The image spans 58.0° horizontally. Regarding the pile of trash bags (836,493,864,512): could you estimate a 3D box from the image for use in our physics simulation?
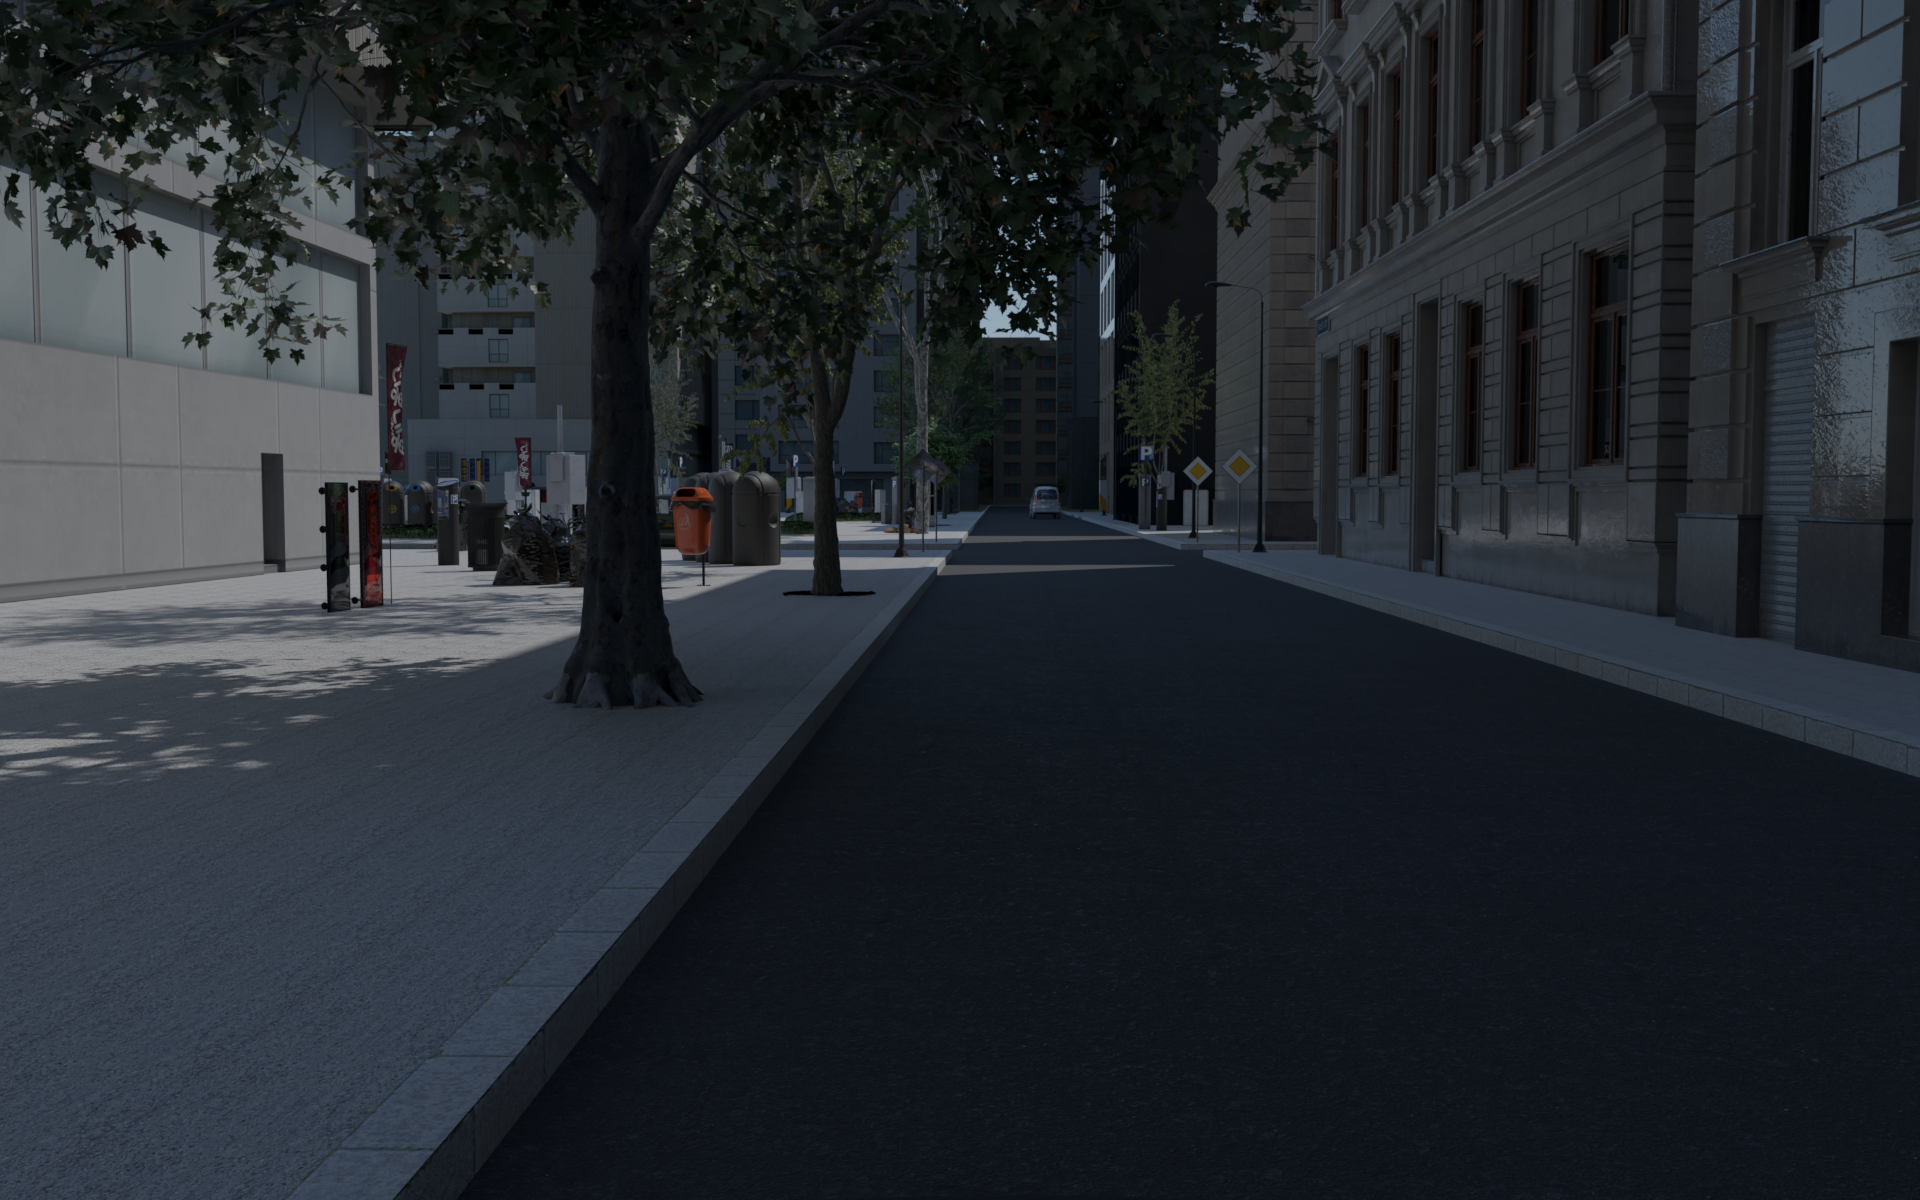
[{"bbox_3d":[-6.415,-5.351,97.249,1.912,1.369,3.447,2,4,26],"label":"pile of trash bags"}]

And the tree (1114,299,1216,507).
[{"bbox_3d":[7.674,-7.098,66.414,4.737,8.622,4.395,0,3,0],"label":"tree"}]

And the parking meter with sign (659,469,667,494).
[{"bbox_3d":[-19.972,-7.461,118.246,0.543,3.016,1.738,-2,4,-30],"label":"parking meter with sign"}]

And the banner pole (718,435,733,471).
[{"bbox_3d":[-10.056,-5.145,74.145,0.863,3.779,0.401,-2,4,-30],"label":"banner pole"}]

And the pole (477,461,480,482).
[{"bbox_3d":[-30.023,-6.987,108.076,0.158,3.312,0.155,0,3,0],"label":"pole"}]

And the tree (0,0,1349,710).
[{"bbox_3d":[-2.030,-5.706,10.305,9.611,12.733,9.660,0,3,0],"label":"tree"}]

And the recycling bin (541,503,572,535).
[{"bbox_3d":[-11.805,-2.334,50.722,0.722,1.027,0.722,0,4,5],"label":"recycling bin"}]

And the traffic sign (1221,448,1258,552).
[{"bbox_3d":[6.127,-2.103,38.034,0.795,2.450,0.064,0,4,1],"label":"traffic sign"}]

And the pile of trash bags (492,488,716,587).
[{"bbox_3d":[-4.954,-0.904,24.532,3.447,1.369,1.912,2,4,25],"label":"pile of trash bags"}]

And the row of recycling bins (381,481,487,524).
[{"bbox_3d":[-16.240,-2.828,53.344,3.534,1.692,1.069,1,4,10],"label":"row of recycling bins"}]

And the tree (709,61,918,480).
[{"bbox_3d":[-2.423,-4.792,28.709,4.737,8.622,4.395,0,3,0],"label":"tree"}]

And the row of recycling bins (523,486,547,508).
[{"bbox_3d":[-26.757,-6.370,111.267,3.534,1.692,1.069,3,4,38],"label":"row of recycling bins"}]

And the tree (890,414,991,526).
[{"bbox_3d":[-1.002,-5.294,70.278,4.285,4.588,4.351,0,3,0],"label":"tree"}]

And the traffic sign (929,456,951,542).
[{"bbox_3d":[-0.630,-2.603,46.198,0.795,2.450,0.064,0,4,1],"label":"traffic sign"}]

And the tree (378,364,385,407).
[{"bbox_3d":[-23.393,-6.933,63.714,4.360,8.622,3.978,0,3,0],"label":"tree"}]

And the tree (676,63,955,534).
[{"bbox_3d":[-2.441,-12.238,55.972,12.611,20.169,13.585,0,3,0],"label":"tree"}]

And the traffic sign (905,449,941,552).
[{"bbox_3d":[-0.815,-2.115,38.215,0.795,2.450,0.064,0,4,1],"label":"traffic sign"}]

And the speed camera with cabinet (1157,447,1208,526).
[{"bbox_3d":[9.044,-4.644,70.272,2.038,3.252,0.660,1,4,10],"label":"speed camera with cabinet"}]

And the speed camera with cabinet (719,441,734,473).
[{"bbox_3d":[-8.808,-4.282,64.352,0.660,3.252,2.038,1,4,10],"label":"speed camera with cabinet"}]

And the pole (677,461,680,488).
[{"bbox_3d":[-17.526,-6.975,107.891,0.158,3.312,0.155,0,3,0],"label":"pole"}]

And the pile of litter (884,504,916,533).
[{"bbox_3d":[-1.878,-2.633,57.011,1.176,0.858,1.719,-1,4,-16],"label":"pile of litter"}]

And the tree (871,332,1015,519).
[{"bbox_3d":[-0.979,-9.443,88.799,8.767,10.594,7.601,2,4,27],"label":"tree"}]

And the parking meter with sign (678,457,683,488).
[{"bbox_3d":[-12.197,-5.158,80.600,1.738,3.016,0.543,0,4,5],"label":"parking meter with sign"}]

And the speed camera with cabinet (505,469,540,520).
[{"bbox_3d":[-16.963,-4.506,68.007,0.660,3.252,2.038,2,4,28],"label":"speed camera with cabinet"}]

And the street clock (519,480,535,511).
[{"bbox_3d":[-15.486,-3.498,61.762,0.358,2.002,0.471,1,4,13],"label":"street clock"}]

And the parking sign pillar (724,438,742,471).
[{"bbox_3d":[-10.886,-5.797,83.253,1.447,3.967,1.447,1,4,16],"label":"parking sign pillar"}]

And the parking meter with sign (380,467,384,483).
[{"bbox_3d":[-36.431,-6.998,110.672,0.543,3.016,1.738,1,4,22],"label":"parking meter with sign"}]

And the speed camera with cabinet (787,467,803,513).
[{"bbox_3d":[-8.780,-6.150,94.886,0.660,3.252,2.038,1,4,22],"label":"speed camera with cabinet"}]

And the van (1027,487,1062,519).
[{"bbox_3d":[4.951,-5.740,100.857,2.013,2.044,4.112,0,4,-1],"label":"van"}]

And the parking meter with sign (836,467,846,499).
[{"bbox_3d":[-8.319,-7.107,112.466,1.738,3.016,0.543,2,4,24],"label":"parking meter with sign"}]

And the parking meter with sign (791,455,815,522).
[{"bbox_3d":[-6.526,-4.893,76.254,1.738,3.016,0.543,1,4,22],"label":"parking meter with sign"}]

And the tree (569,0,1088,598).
[{"bbox_3d":[-1.596,-5.873,21.781,9.928,11.665,9.643,0,3,0],"label":"tree"}]

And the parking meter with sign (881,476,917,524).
[{"bbox_3d":[-2.538,-4.746,73.860,1.738,3.016,0.543,-2,4,-34],"label":"parking meter with sign"}]

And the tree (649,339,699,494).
[{"bbox_3d":[-13.286,-7.714,76.486,4.360,8.622,3.978,0,3,0],"label":"tree"}]

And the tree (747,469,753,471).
[{"bbox_3d":[-14.854,-7.641,119.536,1.663,3.219,1.824,0,3,0],"label":"tree"}]

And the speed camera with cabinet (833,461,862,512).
[{"bbox_3d":[-6.895,-6.669,103.372,2.038,3.252,0.660,-1,4,-16],"label":"speed camera with cabinet"}]

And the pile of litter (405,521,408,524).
[{"bbox_3d":[-20.053,-3.032,63.545,1.176,0.858,1.719,3,4,38],"label":"pile of litter"}]

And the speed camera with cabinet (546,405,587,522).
[{"bbox_3d":[-8.192,-2.695,38.400,2.038,3.252,0.660,2,4,27],"label":"speed camera with cabinet"}]

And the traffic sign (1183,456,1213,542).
[{"bbox_3d":[6.312,-2.592,46.017,0.795,2.450,0.064,0,4,1],"label":"traffic sign"}]

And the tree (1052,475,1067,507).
[{"bbox_3d":[9.894,-10.894,172.717,1.663,3.219,1.824,0,3,0],"label":"tree"}]

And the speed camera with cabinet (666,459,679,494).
[{"bbox_3d":[-15.670,-6.230,96.193,0.660,3.252,2.038,-2,4,-34],"label":"speed camera with cabinet"}]

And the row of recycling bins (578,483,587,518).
[{"bbox_3d":[-13.831,-3.622,66.335,1.069,1.692,3.534,3,5,40],"label":"row of recycling bins"}]

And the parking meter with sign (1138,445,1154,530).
[{"bbox_3d":[6.739,-4.078,62.943,0.543,3.016,1.738,0,4,5],"label":"parking meter with sign"}]

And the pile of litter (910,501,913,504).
[{"bbox_3d":[-2.875,-5.009,95.868,1.719,0.858,1.176,1,4,16],"label":"pile of litter"}]

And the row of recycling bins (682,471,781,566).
[{"bbox_3d":[-4.337,-1.543,32.343,1.069,1.692,3.534,-2,4,-28],"label":"row of recycling bins"}]

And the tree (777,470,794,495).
[{"bbox_3d":[-11.976,-7.749,121.290,1.663,3.219,1.824,0,3,0],"label":"tree"}]

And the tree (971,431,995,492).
[{"bbox_3d":[1.763,-14.087,180.685,4.360,8.622,3.978,0,3,0],"label":"tree"}]
